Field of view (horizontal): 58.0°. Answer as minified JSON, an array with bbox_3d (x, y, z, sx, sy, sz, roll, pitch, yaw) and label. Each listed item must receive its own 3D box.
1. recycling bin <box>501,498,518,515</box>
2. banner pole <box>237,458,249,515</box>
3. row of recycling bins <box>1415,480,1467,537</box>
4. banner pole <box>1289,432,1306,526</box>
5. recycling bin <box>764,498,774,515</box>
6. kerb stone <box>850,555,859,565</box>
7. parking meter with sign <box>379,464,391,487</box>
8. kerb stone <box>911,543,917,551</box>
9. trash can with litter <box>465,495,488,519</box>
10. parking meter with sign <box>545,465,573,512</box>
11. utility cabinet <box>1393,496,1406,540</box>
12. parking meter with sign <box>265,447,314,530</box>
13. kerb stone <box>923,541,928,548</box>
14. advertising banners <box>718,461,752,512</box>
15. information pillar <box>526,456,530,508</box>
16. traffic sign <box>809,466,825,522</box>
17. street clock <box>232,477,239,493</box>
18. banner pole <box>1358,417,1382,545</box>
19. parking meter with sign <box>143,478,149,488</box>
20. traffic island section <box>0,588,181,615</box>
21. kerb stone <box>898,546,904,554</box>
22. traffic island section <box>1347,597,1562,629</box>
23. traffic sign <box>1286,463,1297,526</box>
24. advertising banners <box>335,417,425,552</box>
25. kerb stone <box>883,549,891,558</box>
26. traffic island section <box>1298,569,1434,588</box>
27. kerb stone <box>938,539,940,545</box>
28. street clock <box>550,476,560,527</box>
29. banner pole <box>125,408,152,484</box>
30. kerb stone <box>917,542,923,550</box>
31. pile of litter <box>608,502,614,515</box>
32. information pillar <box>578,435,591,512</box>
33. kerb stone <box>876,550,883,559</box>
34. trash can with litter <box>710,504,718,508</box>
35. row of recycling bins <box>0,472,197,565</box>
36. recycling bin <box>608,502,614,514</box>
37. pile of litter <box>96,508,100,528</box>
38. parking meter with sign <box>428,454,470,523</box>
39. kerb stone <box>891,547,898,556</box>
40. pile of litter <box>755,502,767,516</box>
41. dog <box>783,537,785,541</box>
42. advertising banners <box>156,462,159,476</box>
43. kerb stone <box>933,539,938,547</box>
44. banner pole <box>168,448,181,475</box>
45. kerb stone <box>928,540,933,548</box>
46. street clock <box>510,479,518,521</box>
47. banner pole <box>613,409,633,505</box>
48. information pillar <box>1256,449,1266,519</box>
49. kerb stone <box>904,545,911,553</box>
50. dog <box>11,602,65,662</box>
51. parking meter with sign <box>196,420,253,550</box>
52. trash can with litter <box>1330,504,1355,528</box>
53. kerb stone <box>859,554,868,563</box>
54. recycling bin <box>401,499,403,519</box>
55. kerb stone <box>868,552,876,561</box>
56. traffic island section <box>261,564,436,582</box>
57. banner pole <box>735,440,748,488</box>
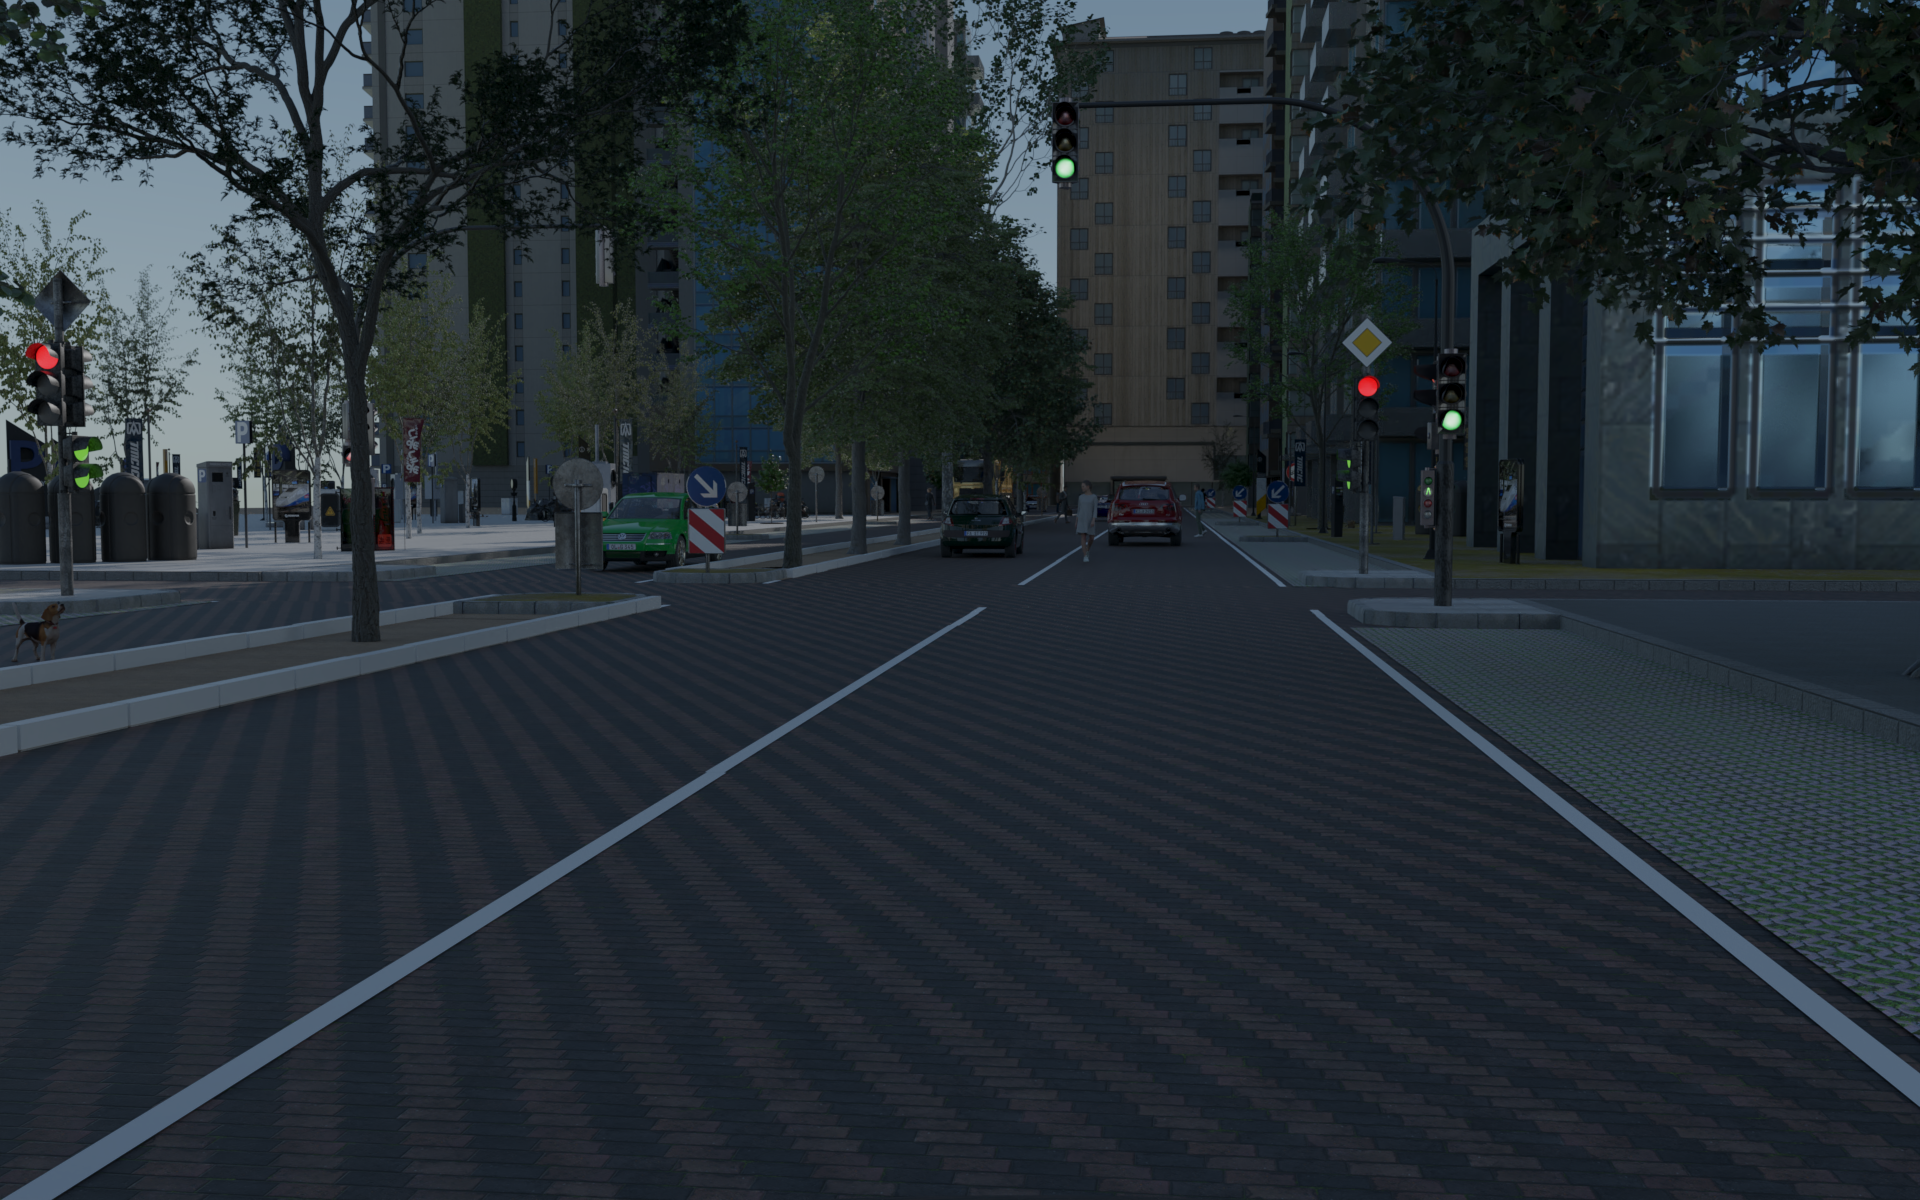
[{"bbox_3d":[-27.794,-5.769,106.880,0.722,1.027,0.722,2,4,30],"label":"recycling bin"},{"bbox_3d":[-43.961,-7.094,105.995,0.401,3.779,0.863,1,4,19],"label":"banner pole"},{"bbox_3d":[15.110,-2.852,53.735,1.069,1.692,3.534,0,4,-6],"label":"row of recycling bins"},{"bbox_3d":[13.470,-4.859,69.469,0.863,3.779,0.401,0,4,3],"label":"banner pole"},{"bbox_3d":[-11.488,-5.663,105.150,0.722,1.027,0.722,-1,4,-12],"label":"recycling bin"},{"bbox_3d":[-2.241,-0.789,35.101,0.120,0.150,1.000,0,4,7],"label":"kerb stone"},{"bbox_3d":[-33.740,-6.433,101.447,0.543,3.016,1.738,-2,4,-29],"label":"parking meter with sign"},{"bbox_3d":[-1.269,-1.288,43.249,0.120,0.150,1.000,0,4,7],"label":"kerb stone"},{"bbox_3d":[-26.807,-5.222,96.442,1.678,1.210,2.233,1,4,9],"label":"trash can with litter"},{"bbox_3d":[-23.734,-6.518,102.828,1.738,3.016,0.543,2,4,26],"label":"parking meter with sign"},{"bbox_3d":[12.452,-2.319,49.083,0.306,1.237,1.020,1,4,17],"label":"utility cabinet"},{"bbox_3d":[-23.828,-4.016,61.926,1.738,3.016,0.543,-2,4,-33],"label":"parking meter with sign"},{"bbox_3d":[-1.038,-1.412,45.280,0.120,0.150,1.000,0,4,7],"label":"kerb stone"},{"bbox_3d":[-11.923,-5.828,91.467,2.074,3.025,0.090,1,4,16],"label":"advertising banners"},{"bbox_3d":[-26.836,-7.114,107.669,0.183,3.616,0.504,-2,4,-28],"label":"information pillar"},{"bbox_3d":[-6.534,-4.812,78.774,0.768,2.556,0.104,1,4,14],"label":"traffic sign"},{"bbox_3d":[-31.528,-4.325,75.291,0.471,2.002,0.358,3,5,43],"label":"street clock"},{"bbox_3d":[10.407,-3.318,44.272,0.401,3.779,0.863,-2,4,-25],"label":"banner pole"},{"bbox_3d":[-39.252,-5.343,83.612,1.738,3.016,0.543,-2,4,-23],"label":"parking meter with sign"},{"bbox_3d":[-11.310,0.022,21.918,2.009,0.180,2.903,0,4,7],"label":"traffic island section"},{"bbox_3d":[-1.515,-1.163,41.215,0.120,0.150,1.000,0,4,7],"label":"kerb stone"},{"bbox_3d":[5.561,0.145,19.910,2.009,0.180,2.903,0,4,7],"label":"traffic island section"},{"bbox_3d":[13.594,-4.283,70.128,0.768,2.556,0.104,1,4,11],"label":"traffic sign"},{"bbox_3d":[-13.060,-2.625,39.102,2.074,3.025,0.090,-3,5,-39],"label":"advertising banners"},{"bbox_3d":[-1.750,-1.039,39.181,0.120,0.150,1.000,0,4,7],"label":"kerb stone"},{"bbox_3d":[6.506,-0.340,27.839,2.009,0.180,2.903,0,4,7],"label":"traffic island section"},{"bbox_3d":[-0.664,-1.598,48.329,0.120,0.150,1.000,0,4,7],"label":"kerb stone"},{"bbox_3d":[-15.719,-3.850,67.526,0.358,2.002,0.471,2,4,32],"label":"street clock"},{"bbox_3d":[-23.782,-3.687,50.307,0.863,3.779,0.401,-2,4,-30],"label":"banner pole"},{"bbox_3d":[-1.151,-1.350,44.264,0.120,0.150,1.000,0,4,7],"label":"kerb stone"},{"bbox_3d":[-19.221,-4.978,95.354,1.719,0.858,1.176,-1,4,-14],"label":"pile of litter"},{"bbox_3d":[-14.978,-4.755,69.094,0.504,3.616,0.183,0,4,-6],"label":"information pillar"},{"bbox_3d":[-1.882,-0.971,38.162,0.120,0.150,1.000,0,4,7],"label":"kerb stone"},{"bbox_3d":[-9.041,-3.030,60.920,1.055,1.170,0.624,-1,4,-12],"label":"trash can with litter"},{"bbox_3d":[-16.247,-1.563,32.669,3.534,1.692,1.069,-3,5,-44],"label":"row of recycling bins"},{"bbox_3d":[-20.294,-5.344,99.927,0.722,1.027,0.722,1,4,16],"label":"recycling bin"},{"bbox_3d":[-32.042,-3.150,65.471,1.176,0.858,1.719,-1,4,-22],"label":"pile of litter"},{"bbox_3d":[-22.434,-4.883,76.094,0.543,3.016,1.738,3,5,43],"label":"parking meter with sign"},{"bbox_3d":[-1.638,-1.101,40.197,0.120,0.150,1.000,0,4,7],"label":"kerb stone"},{"bbox_3d":[-12.067,-5.343,101.316,1.719,0.858,1.176,1,4,9],"label":"pile of litter"},{"bbox_3d":[-5.133,-2.004,52.952,0.550,0.427,0.748,0,4,0],"label":"dog"},{"bbox_3d":[-43.415,-5.936,93.236,0.090,3.025,2.074,0,4,-6],"label":"advertising banners"},{"bbox_3d":[-0.784,-1.532,47.313,0.120,0.150,1.000,0,4,7],"label":"kerb stone"},{"bbox_3d":[-43.095,-6.418,94.959,0.401,3.779,0.863,3,4,38],"label":"banner pole"},{"bbox_3d":[-0.909,-1.474,46.294,0.120,0.150,1.000,0,4,7],"label":"kerb stone"},{"bbox_3d":[-20.999,-4.709,81.564,0.358,2.002,0.471,-2,4,-29],"label":"street clock"},{"bbox_3d":[-9.921,-3.719,50.829,0.863,3.779,0.401,2,4,27],"label":"banner pole"},{"bbox_3d":[15.442,-5.961,88.814,0.504,3.616,0.183,0,4,6],"label":"information pillar"},{"bbox_3d":[-1.393,-1.224,42.230,0.120,0.150,1.000,0,4,7],"label":"kerb stone"},{"bbox_3d":[-7.863,0.276,14.782,0.540,0.507,0.406,-1,4,-10],"label":"dog"},{"bbox_3d":[-17.425,-2.703,40.453,0.543,3.016,1.738,2,4,32],"label":"parking meter with sign"},{"bbox_3d":[14.453,-3.293,65.231,1.055,1.170,0.624,1,4,12],"label":"trash can with litter"},{"bbox_3d":[-2.123,-0.851,36.116,0.120,0.150,1.000,0,4,7],"label":"kerb stone"},{"bbox_3d":[-28.738,-4.606,87.865,0.722,1.027,0.722,-3,4,-37],"label":"recycling bin"},{"bbox_3d":[-1.999,-0.905,37.145,0.120,0.150,1.000,0,4,7],"label":"kerb stone"},{"bbox_3d":[-10.366,-0.463,29.847,2.009,0.180,2.903,0,4,7],"label":"traffic island section"},{"bbox_3d":[-10.202,-5.541,80.604,0.863,3.779,0.401,-3,5,-44],"label":"banner pole"}]
